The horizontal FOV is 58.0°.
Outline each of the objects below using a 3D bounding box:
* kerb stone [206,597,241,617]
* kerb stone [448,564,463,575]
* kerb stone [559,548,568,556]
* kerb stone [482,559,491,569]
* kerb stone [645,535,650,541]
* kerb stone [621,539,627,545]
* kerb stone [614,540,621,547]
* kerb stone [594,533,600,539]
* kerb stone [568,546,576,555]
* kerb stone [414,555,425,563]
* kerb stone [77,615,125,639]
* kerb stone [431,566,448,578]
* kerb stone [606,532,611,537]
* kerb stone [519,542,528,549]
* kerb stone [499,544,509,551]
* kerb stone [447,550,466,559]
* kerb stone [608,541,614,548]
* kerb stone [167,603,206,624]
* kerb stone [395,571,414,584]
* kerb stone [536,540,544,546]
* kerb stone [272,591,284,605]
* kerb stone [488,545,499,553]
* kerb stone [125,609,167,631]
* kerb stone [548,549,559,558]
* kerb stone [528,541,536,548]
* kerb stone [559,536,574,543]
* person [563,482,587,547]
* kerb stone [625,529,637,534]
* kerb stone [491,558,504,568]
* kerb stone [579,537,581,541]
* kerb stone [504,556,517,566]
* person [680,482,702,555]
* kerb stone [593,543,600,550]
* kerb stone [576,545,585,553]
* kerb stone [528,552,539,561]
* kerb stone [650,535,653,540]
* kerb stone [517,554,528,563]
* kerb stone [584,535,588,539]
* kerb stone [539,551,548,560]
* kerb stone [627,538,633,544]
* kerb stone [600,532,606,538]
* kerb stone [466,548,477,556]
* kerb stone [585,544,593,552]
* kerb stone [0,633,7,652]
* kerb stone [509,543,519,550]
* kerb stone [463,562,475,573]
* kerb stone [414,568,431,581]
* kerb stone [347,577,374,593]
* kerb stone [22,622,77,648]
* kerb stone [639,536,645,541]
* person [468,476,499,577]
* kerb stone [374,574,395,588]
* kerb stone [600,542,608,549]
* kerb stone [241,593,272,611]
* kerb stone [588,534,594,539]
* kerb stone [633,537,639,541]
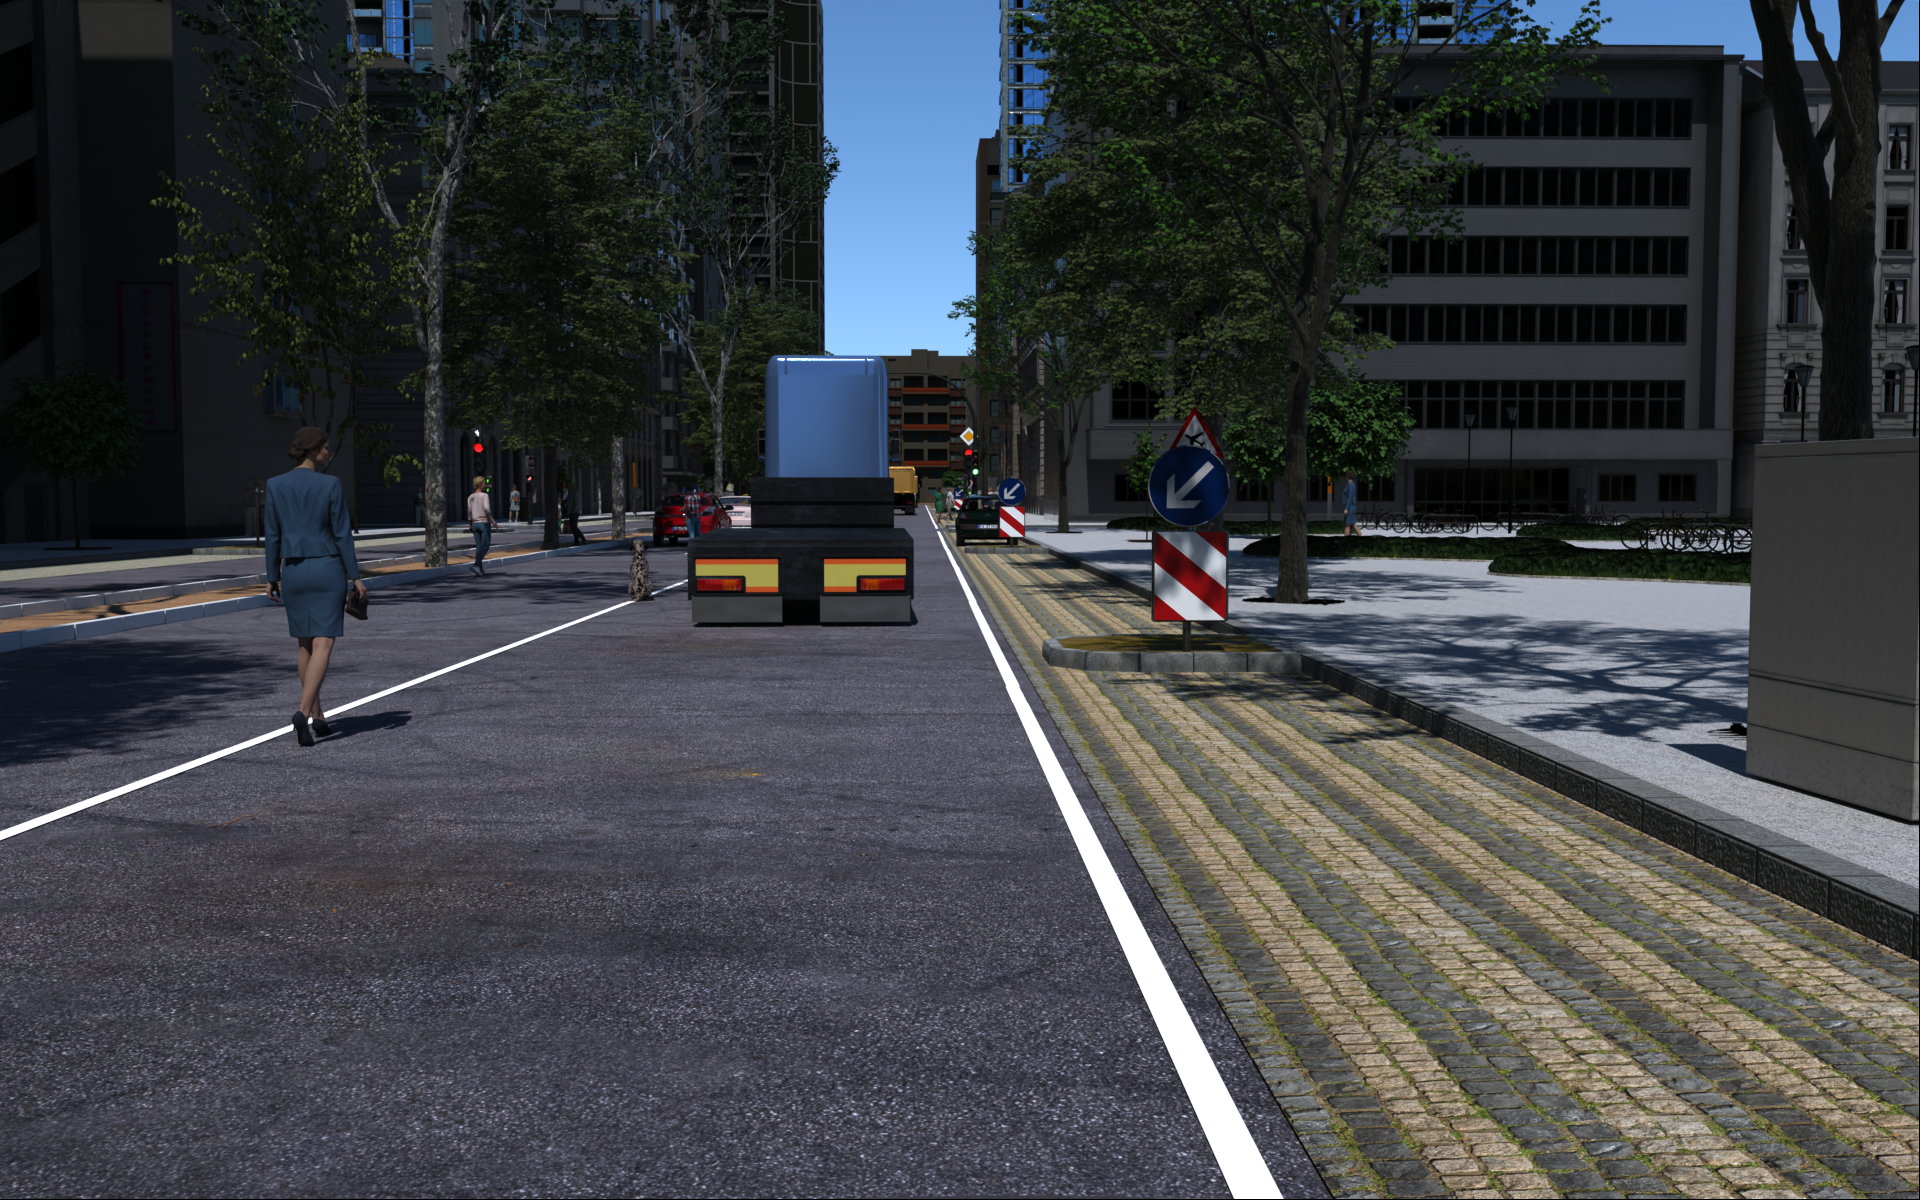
[{"bbox_3d":[-8.859,0.097,20.630,0.120,0.150,1.000,0,4,-1],"label":"kerb stone"},{"bbox_3d":[-9.095,-0.532,30.890,0.120,0.150,1.000,0,4,-1],"label":"kerb stone"},{"bbox_3d":[-9.314,-1.097,40.126,0.120,0.150,1.000,0,4,-1],"label":"kerb stone"},{"bbox_3d":[-9.149,-0.657,32.941,0.120,0.150,1.000,0,4,-1],"label":"kerb stone"},{"bbox_3d":[-9.595,-1.848,52.431,0.120,0.150,1.000,0,4,-1],"label":"kerb stone"},{"bbox_3d":[-9.497,-1.598,48.329,0.120,0.150,1.000,0,4,-1],"label":"kerb stone"},{"bbox_3d":[-9.481,-1.535,47.300,0.120,0.150,1.000,0,4,-1],"label":"kerb stone"},{"bbox_3d":[-11.764,-2.035,55.465,0.120,0.150,1.000,0,4,-1],"label":"kerb stone"},{"bbox_3d":[-9.337,-1.159,41.151,0.120,0.150,1.000,0,4,-1],"label":"kerb stone"},{"bbox_3d":[-11.311,-0.844,35.989,0.120,0.150,1.000,0,4,-1],"label":"kerb stone"},{"bbox_3d":[-8.782,0.283,17.564,0.120,0.150,1.000,0,4,-1],"label":"kerb stone"},{"bbox_3d":[-9.071,-0.469,29.862,0.120,0.150,1.000,0,4,-1],"label":"kerb stone"},{"bbox_3d":[-11.810,-2.160,57.516,0.120,0.150,1.000,0,4,-1],"label":"kerb stone"},{"bbox_3d":[-11.528,-1.408,45.220,0.120,0.150,1.000,0,4,-1],"label":"kerb stone"},{"bbox_3d":[-11.483,-1.282,43.164,0.120,0.150,1.000,0,4,-1],"label":"kerb stone"},{"bbox_3d":[-11.388,-1.030,39.066,0.120,0.150,1.000,0,4,-1],"label":"kerb stone"},{"bbox_3d":[-9.453,-1.473,46.278,0.120,0.150,1.000,0,4,-1],"label":"kerb stone"},{"bbox_3d":[-8.834,0.158,19.608,0.120,0.150,1.000,0,4,-1],"label":"kerb stone"},{"bbox_3d":[-9.019,-0.339,27.811,0.120,0.150,1.000,0,4,-1],"label":"kerb stone"},{"bbox_3d":[-11.573,-1.534,47.275,0.120,0.150,1.000,0,4,-1],"label":"kerb stone"},{"bbox_3d":[-8.915,-0.030,22.680,0.120,0.150,1.000,0,4,-1],"label":"kerb stone"},{"bbox_3d":[-11.458,-1.220,42.137,0.120,0.150,1.000,0,4,-1],"label":"kerb stone"},{"bbox_3d":[-8.813,0.221,18.586,0.120,0.150,1.000,0,4,-1],"label":"kerb stone"},{"bbox_3d":[-9.283,-1.034,39.099,0.120,0.150,1.000,0,4,-1],"label":"kerb stone"},{"bbox_3d":[-11.549,-1.465,46.247,0.120,0.150,1.000,0,4,-1],"label":"kerb stone"},{"bbox_3d":[-11.666,-1.782,51.366,0.120,0.150,1.000,0,4,-1],"label":"kerb stone"},{"bbox_3d":[-10.379,-2.303,46.646,0.515,1.767,0.782,-2,4,-30],"label":"person"},{"bbox_3d":[-11.932,-2.473,62.637,0.120,0.150,1.000,0,4,-1],"label":"kerb stone"},{"bbox_3d":[-9.167,-0.720,33.963,0.120,0.150,1.000,0,4,-1],"label":"kerb stone"},{"bbox_3d":[-11.686,-1.847,52.388,0.120,0.150,1.000,0,4,-1],"label":"kerb stone"},{"bbox_3d":[-9.182,-0.780,34.993,0.120,0.150,1.000,0,4,-1],"label":"kerb stone"},{"bbox_3d":[-6.230,-1.910,40.560,0.643,1.720,0.563,2,4,29],"label":"person"},{"bbox_3d":[-9.401,-1.348,44.232,0.120,0.150,1.000,0,4,-1],"label":"kerb stone"},{"bbox_3d":[-9.361,-1.222,42.173,0.120,0.150,1.000,0,4,-1],"label":"kerb stone"},{"bbox_3d":[-9.240,-0.902,37.040,0.120,0.150,1.000,0,4,-1],"label":"kerb stone"},{"bbox_3d":[-9.616,-1.905,53.453,0.120,0.150,1.000,0,4,-1],"label":"kerb stone"},{"bbox_3d":[-9.218,-0.840,36.018,0.120,0.150,1.000,0,4,-1],"label":"kerb stone"},{"bbox_3d":[-11.718,-1.909,53.409,0.120,0.150,1.000,0,4,-1],"label":"kerb stone"},{"bbox_3d":[-9.271,-0.971,38.071,0.120,0.150,1.000,0,4,-1],"label":"kerb stone"},{"bbox_3d":[-9.520,-1.660,49.351,0.120,0.150,1.000,0,4,-1],"label":"kerb stone"},{"bbox_3d":[-11.790,-2.098,56.494,0.120,0.150,1.000,0,4,-1],"label":"kerb stone"},{"bbox_3d":[-11.398,-1.088,40.088,0.120,0.150,1.000,0,4,-1],"label":"kerb stone"},{"bbox_3d":[-9.380,-1.280,43.203,0.120,0.150,1.000,0,4,-1],"label":"kerb stone"},{"bbox_3d":[-8.737,0.408,15.519,0.120,0.150,1.000,0,4,-1],"label":"kerb stone"},{"bbox_3d":[-11.500,-1.341,44.195,0.120,0.150,1.000,0,4,-1],"label":"kerb stone"},{"bbox_3d":[-9.124,-0.591,31.920,0.120,0.150,1.000,0,4,-1],"label":"kerb stone"},{"bbox_3d":[-9.044,-0.403,28.832,0.120,0.150,1.000,0,4,-1],"label":"kerb stone"},{"bbox_3d":[-8.975,-0.215,25.748,0.120,0.150,1.000,0,4,-1],"label":"kerb stone"},{"bbox_3d":[-8.765,0.346,16.541,0.120,0.150,1.000,0,4,-1],"label":"kerb stone"},{"bbox_3d":[-9.571,-1.787,51.409,0.120,0.150,1.000,0,4,-1],"label":"kerb stone"},{"bbox_3d":[-8.351,-1.284,30.172,0.731,1.740,0.598,1,4,18],"label":"person"},{"bbox_3d":[-8.998,-0.281,26.789,0.120,0.150,1.000,0,4,-1],"label":"kerb stone"},{"bbox_3d":[-9.427,-1.408,45.257,0.120,0.150,1.000,0,4,-1],"label":"kerb stone"},{"bbox_3d":[-8.886,0.034,21.657,0.120,0.150,1.000,0,4,-1],"label":"kerb stone"},{"bbox_3d":[-11.736,-1.972,54.435,0.120,0.150,1.000,0,4,-1],"label":"kerb stone"},{"bbox_3d":[-9.547,-1.724,50.381,0.120,0.150,1.000,0,4,-1],"label":"kerb stone"}]
